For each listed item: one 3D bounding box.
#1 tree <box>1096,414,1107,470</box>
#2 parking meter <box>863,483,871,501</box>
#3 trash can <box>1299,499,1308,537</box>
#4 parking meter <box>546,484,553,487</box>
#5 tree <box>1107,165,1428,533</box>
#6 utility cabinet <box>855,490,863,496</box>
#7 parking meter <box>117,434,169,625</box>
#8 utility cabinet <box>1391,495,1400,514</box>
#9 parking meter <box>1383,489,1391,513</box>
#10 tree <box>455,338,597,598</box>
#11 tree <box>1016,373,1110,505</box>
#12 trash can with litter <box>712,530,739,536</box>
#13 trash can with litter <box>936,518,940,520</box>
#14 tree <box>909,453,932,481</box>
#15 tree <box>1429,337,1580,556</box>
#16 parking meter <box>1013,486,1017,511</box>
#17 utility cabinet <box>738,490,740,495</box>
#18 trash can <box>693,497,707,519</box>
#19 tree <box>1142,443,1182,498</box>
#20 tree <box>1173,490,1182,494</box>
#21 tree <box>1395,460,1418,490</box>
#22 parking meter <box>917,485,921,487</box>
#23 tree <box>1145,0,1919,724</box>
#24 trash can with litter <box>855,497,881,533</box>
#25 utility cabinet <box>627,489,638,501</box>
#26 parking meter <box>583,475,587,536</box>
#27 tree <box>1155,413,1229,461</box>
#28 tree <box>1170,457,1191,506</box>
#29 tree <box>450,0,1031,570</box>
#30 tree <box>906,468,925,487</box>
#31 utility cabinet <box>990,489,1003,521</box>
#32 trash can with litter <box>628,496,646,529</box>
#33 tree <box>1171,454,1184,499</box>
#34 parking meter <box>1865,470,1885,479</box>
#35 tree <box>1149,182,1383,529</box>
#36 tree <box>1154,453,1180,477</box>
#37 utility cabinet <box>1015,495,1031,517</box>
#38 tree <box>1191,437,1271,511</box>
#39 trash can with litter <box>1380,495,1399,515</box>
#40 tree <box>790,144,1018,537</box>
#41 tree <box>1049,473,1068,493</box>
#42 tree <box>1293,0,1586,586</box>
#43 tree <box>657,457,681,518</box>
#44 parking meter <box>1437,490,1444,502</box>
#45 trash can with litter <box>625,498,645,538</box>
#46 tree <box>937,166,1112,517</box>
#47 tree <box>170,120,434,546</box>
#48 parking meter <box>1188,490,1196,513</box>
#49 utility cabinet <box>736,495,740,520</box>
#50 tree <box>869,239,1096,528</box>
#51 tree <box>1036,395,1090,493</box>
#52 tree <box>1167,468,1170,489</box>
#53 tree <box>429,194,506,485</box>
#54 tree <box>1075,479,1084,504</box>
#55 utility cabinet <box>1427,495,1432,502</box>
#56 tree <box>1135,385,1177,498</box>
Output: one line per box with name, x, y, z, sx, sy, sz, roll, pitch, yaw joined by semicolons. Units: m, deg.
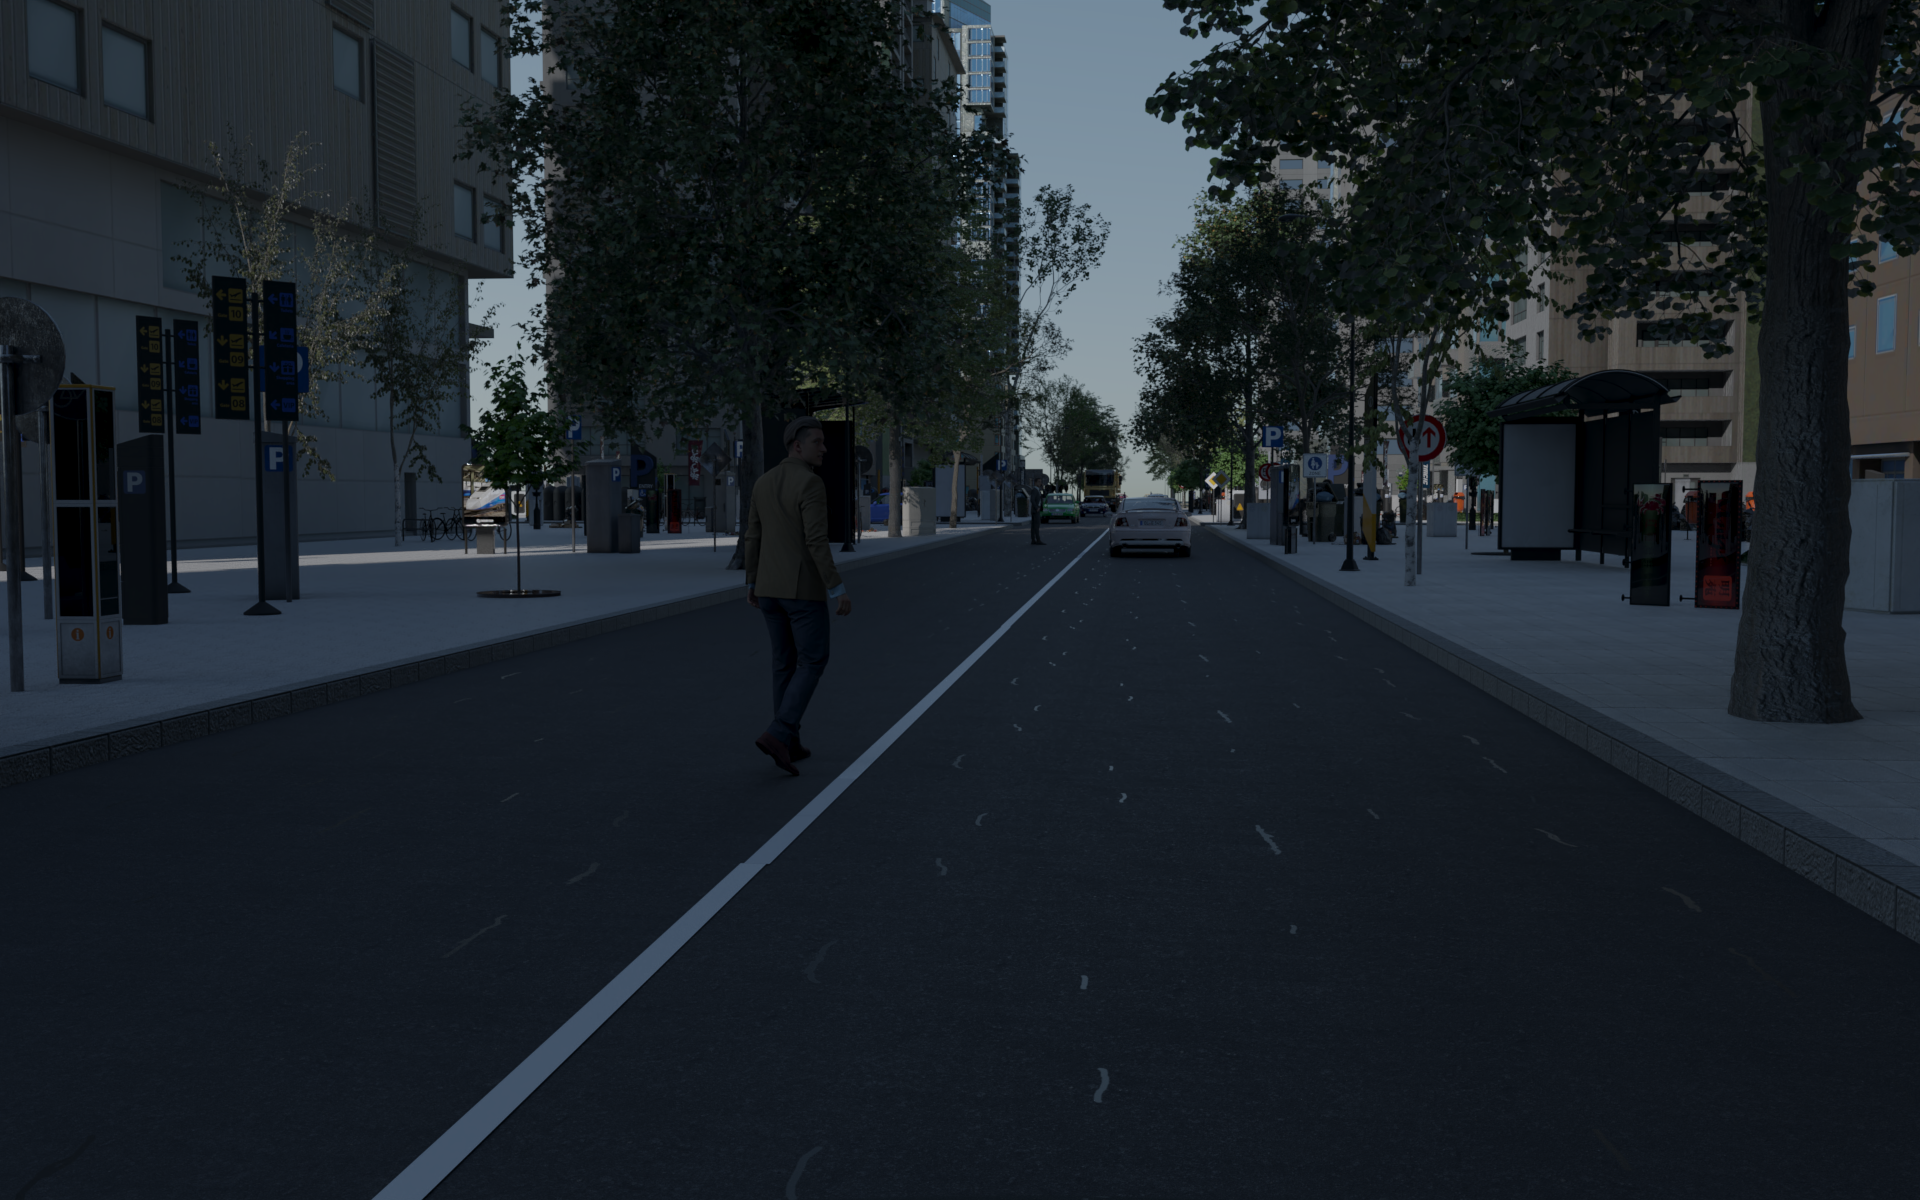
tree;12.736;-15.458;187.155;8.767;10.594;7.601;-1;4;-15
parking meter;-4.853;-5.192;90.595;0.399;1.863;0.255;1;4;8
trash can;10.471;-2.459;51.858;0.748;1.137;0.748;0;3;0
parking meter;-28.297;-6.957;119.454;0.255;1.863;0.399;1;4;11
tree;9.813;-7.031;49.375;7.601;10.594;8.767;3;4;36
utility cabinet;-5.482;-4.797;87.112;1.173;1.500;0.318;-1;4;-12
parking meter;-8.046;-0.692;17.028;0.399;1.863;0.255;0;4;5
utility cabinet;27.318;-5.896;107.561;1.020;1.237;0.306;0;4;7
parking meter;22.169;-4.988;89.968;0.372;1.533;0.369;0;3;0
tree;-5.521;-1.650;21.587;1.663;3.219;1.824;0;3;0
tree;8.624;-13.709;149.899;9.928;11.665;9.643;0;3;0
trash can with litter;-6.775;-2.629;54.037;2.233;1.210;1.678;3;5;40
trash can with litter;-1.099;-4.663;87.294;1.678;1.210;2.233;-2;4;-34
tree;-2.291;-9.401;137.413;4.285;4.588;4.351;0;3;0
tree;11.499;-3.229;36.510;4.285;4.588;4.351;0;3;0
parking meter;3.677;-6.504;112.047;0.399;1.863;0.255;3;5;43
utility cabinet;-11.373;-5.089;91.877;0.318;1.500;1.173;-2;4;-32
trash can;-13.446;-4.768;89.607;0.748;1.137;0.748;0;3;0
tree;28.908;-19.545;237.695;7.486;12.596;7.792;0;3;0
tree;30.306;-15.202;243.159;1.663;3.219;1.824;0;3;0
tree;25.054;-6.252;96.820;1.663;3.219;1.824;0;3;0
parking meter;-2.788;-6.781;116.585;0.255;1.863;0.399;0;4;8
tree;4.719;-6.300;9.665;9.857;13.997;8.962;0;3;0
trash can with litter;-3.290;-2.901;58.481;1.678;1.210;2.233;2;4;32
utility cabinet;-29.153;-8.860;153.544;1.173;1.500;0.318;0;4;1
parking meter;-11.343;-2.905;53.213;0.255;1.863;0.399;3;5;43
tree;22.853;-15.872;169.883;12.009;13.543;11.850;0;3;0
tree;18.473;-8.925;129.635;4.285;4.588;4.351;0;3;0
tree;-3.600;-6.875;29.408;9.611;12.733;9.660;0;3;0
tree;-3.366;-8.174;128.248;1.663;3.219;1.824;0;3;0
utility cabinet;1.764;-4.560;83.243;0.318;1.500;1.173;1;4;18
trash can with litter;-12.136;-3.257;64.302;1.678;1.210;2.233;-1;4;-15
tree;26.964;-15.774;208.260;4.360;8.622;3.978;0;3;0
parking meter;22.014;-2.201;41.704;0.255;1.863;0.399;-2;4;-24
tree;10.473;-8.922;62.890;9.611;12.733;9.660;0;3;0
tree;35.682;-22.165;288.149;9.928;11.665;9.643;0;3;0
utility cabinet;3.659;-5.338;98.444;1.020;1.237;0.306;1;4;21
tree;13.776;-6.228;85.540;4.285;4.588;4.351;0;3;0
trash can with litter;26.200;-5.712;104.442;2.233;1.210;1.678;0;3;0
tree;-2.345;-8.151;51.402;7.486;12.596;7.792;0;3;0
tree;7.839;-8.959;141.074;1.663;3.219;1.824;0;3;0
tree;6.479;-4.510;24.093;4.737;8.622;4.395;0;3;0
tree;-15.896;-5.938;91.690;1.663;3.219;1.824;0;3;0
parking meter;27.560;-5.560;99.322;0.372;1.533;0.369;0;3;0
trash can with litter;-9.727;-2.394;50.536;1.055;1.170;0.624;0;4;-4
tree;1.395;-14.832;98.386;12.611;20.169;13.585;0;3;0
tree;-13.731;-5.181;35.068;4.360;8.622;3.978;0;3;0
parking meter;15.806;-6.735;118.531;0.372;1.533;0.369;0;3;0
utility cabinet;-10.838;-4.640;87.021;0.306;1.237;1.020;-3;5;-40
tree;-0.235;-7.927;64.012;8.767;10.594;7.601;-1;4;-8
tree;7.344;-10.906;128.678;4.360;8.622;3.978;0;3;0
tree;18.324;-9.408;137.537;4.285;4.588;4.351;0;3;0
tree;-13.543;-5.620;42.245;4.360;8.622;3.978;0;3;0
tree;18.108;-15.835;242.623;4.285;4.588;4.351;0;3;0
utility cabinet;26.656;-5.324;98.203;0.306;1.237;1.020;1;4;19
tree;31.190;-24.318;253.481;12.611;20.169;13.585;0;3;0
